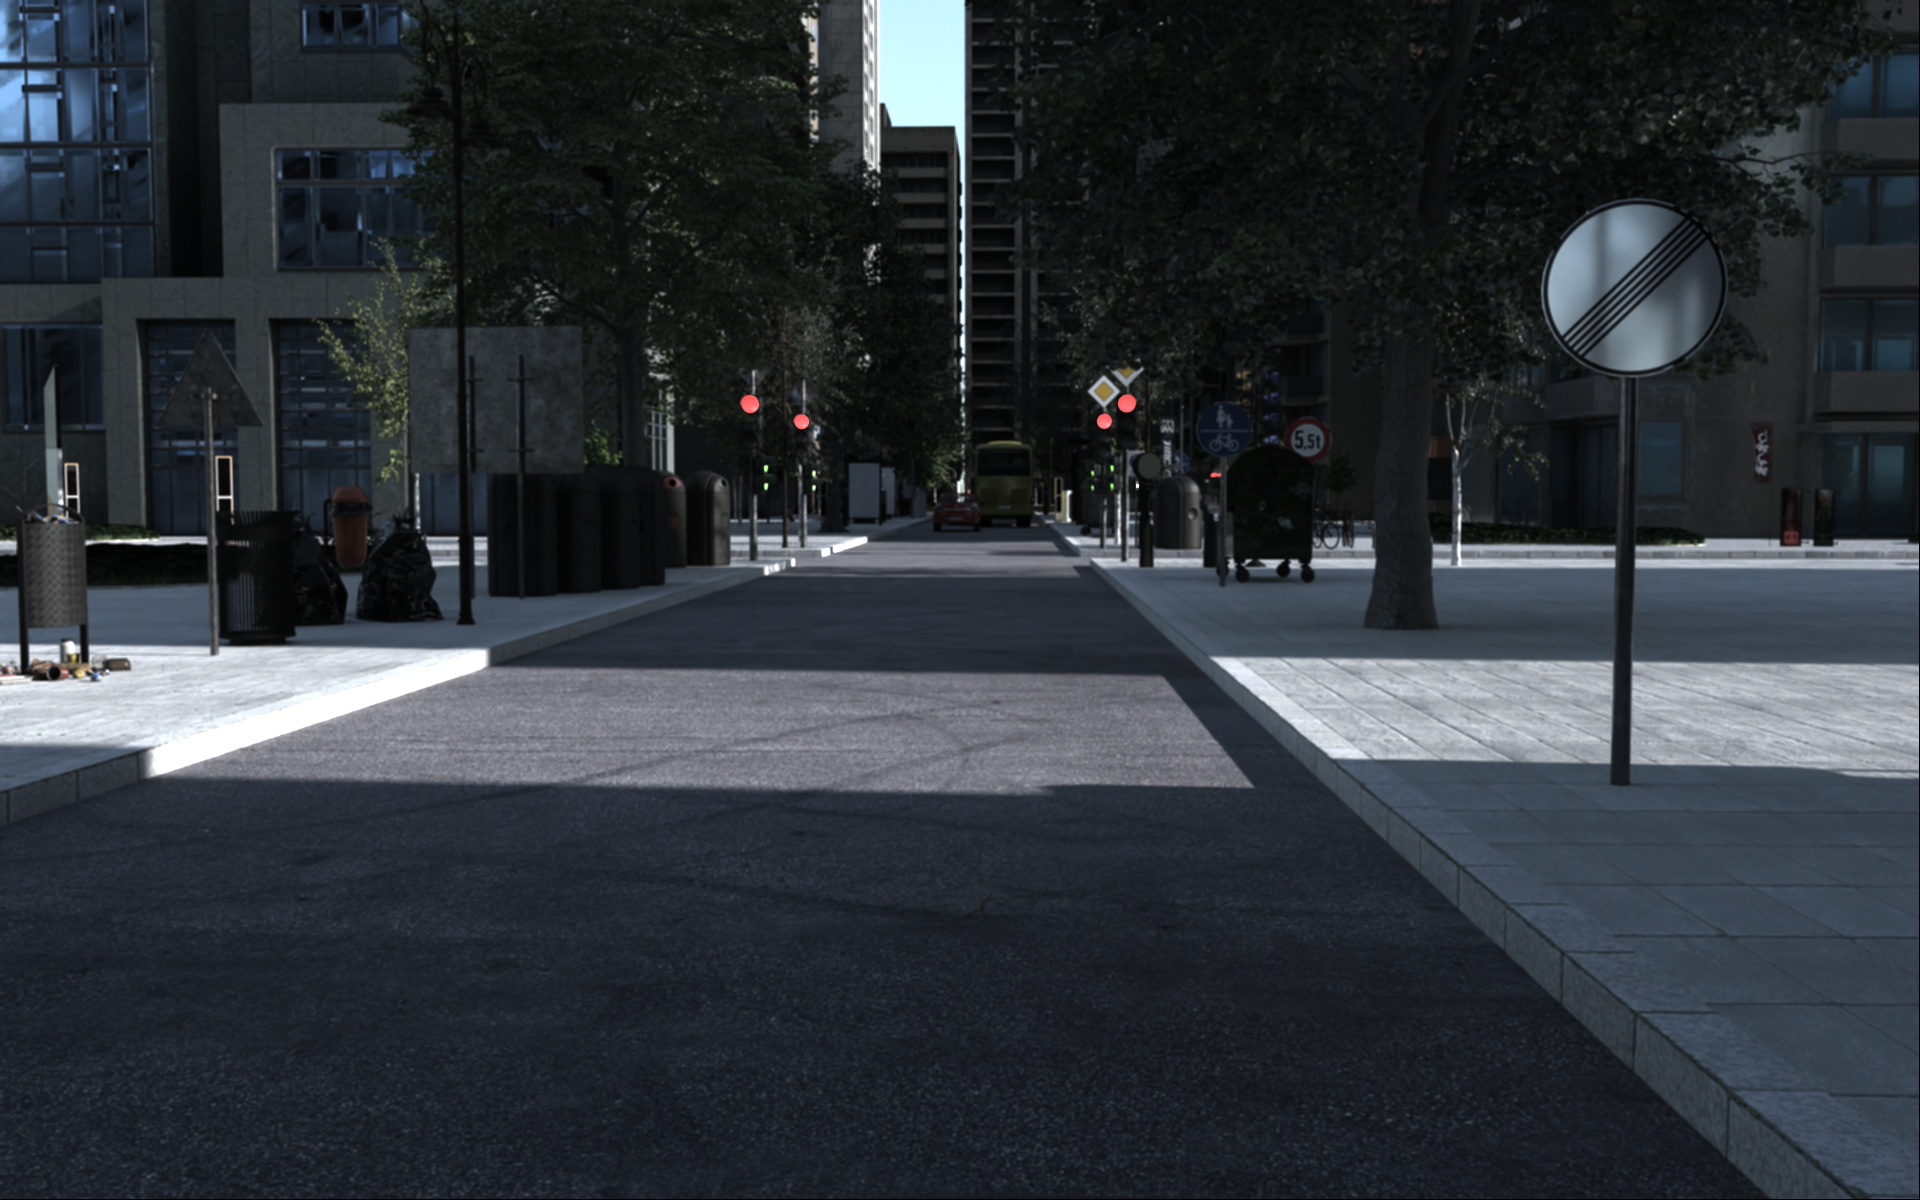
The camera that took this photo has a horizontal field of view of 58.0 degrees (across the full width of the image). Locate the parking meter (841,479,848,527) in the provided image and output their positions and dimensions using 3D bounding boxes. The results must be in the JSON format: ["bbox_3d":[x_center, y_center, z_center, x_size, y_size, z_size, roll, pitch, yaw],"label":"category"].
[{"bbox_3d":[-4.534,-3.822,68.197,0.255,1.863,0.399,0,4,-7],"label":"parking meter"}]

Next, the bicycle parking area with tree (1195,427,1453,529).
[{"bbox_3d":[12.989,-4.472,60.120,8.231,4.147,9.016,1,4,18],"label":"bicycle parking area with tree"}]

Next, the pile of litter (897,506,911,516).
[{"bbox_3d":[-3.313,-5.396,102.191,1.176,0.858,1.719,0,4,-1],"label":"pile of litter"}]

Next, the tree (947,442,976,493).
[{"bbox_3d":[0.182,-14.447,186.572,4.360,8.622,3.978,0,3,0],"label":"tree"}]

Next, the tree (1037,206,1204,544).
[{"bbox_3d":[4.016,-5.706,43.657,4.360,8.622,3.978,0,3,0],"label":"tree"}]

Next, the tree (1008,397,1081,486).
[{"bbox_3d":[8.784,-15.519,179.495,9.928,11.665,9.643,0,3,0],"label":"tree"}]

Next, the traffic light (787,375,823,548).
[{"bbox_3d":[-3.694,-3.187,41.026,0.839,4.253,0.868,0,4,2],"label":"traffic light"}]

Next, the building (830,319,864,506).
[{"bbox_3d":[-23.152,-18.443,146.580,27.650,21.520,28.899,0,4,2],"label":"building"}]

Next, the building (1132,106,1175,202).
[{"bbox_3d":[35.766,-41.266,216.702,28.212,58.520,21.231,0,4,2],"label":"building"}]

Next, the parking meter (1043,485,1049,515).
[{"bbox_3d":[5.366,-6.265,108.137,0.255,1.863,0.399,1,4,21],"label":"parking meter"}]

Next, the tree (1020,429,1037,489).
[{"bbox_3d":[7.191,-11.673,141.221,4.360,8.622,3.978,0,3,0],"label":"tree"}]

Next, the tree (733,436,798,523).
[{"bbox_3d":[-8.472,-5.670,76.423,4.285,4.588,4.351,0,3,0],"label":"tree"}]

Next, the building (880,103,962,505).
[{"bbox_3d":[-10.729,-36.363,218.232,21.600,48.544,21.300,0,4,2],"label":"building"}]

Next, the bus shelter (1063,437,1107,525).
[{"bbox_3d":[5.349,-5.061,74.027,1.731,3.624,6.357,0,4,2],"label":"bus shelter"}]

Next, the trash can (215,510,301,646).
[{"bbox_3d":[-6.022,-0.194,14.818,0.748,1.137,0.748,0,3,0],"label":"trash can"}]

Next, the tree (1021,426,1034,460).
[{"bbox_3d":[8.759,-13.506,171.186,4.737,8.622,4.395,0,3,0],"label":"tree"}]

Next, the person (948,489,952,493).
[{"bbox_3d":[-0.931,-9.454,161.443,1.217,1.723,0.721,0,4,5],"label":"person"}]

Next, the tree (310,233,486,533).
[{"bbox_3d":[-15.427,-5.984,48.199,4.737,8.622,4.395,0,3,0],"label":"tree"}]

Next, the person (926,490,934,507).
[{"bbox_3d":[-3.153,-10.265,174.593,1.217,1.736,0.721,0,4,-8],"label":"person"}]

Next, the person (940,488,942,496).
[{"bbox_3d":[-1.735,-9.588,162.767,0.705,1.831,1.348,1,4,10],"label":"person"}]

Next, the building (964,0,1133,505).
[{"bbox_3d":[11.109,-47.579,216.160,20.611,71.187,20.563,0,4,2],"label":"building"}]

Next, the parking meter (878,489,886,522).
[{"bbox_3d":[-3.612,-4.411,80.524,0.372,1.533,0.369,0,3,0],"label":"parking meter"}]

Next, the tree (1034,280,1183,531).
[{"bbox_3d":[5.646,-6.734,60.457,4.737,8.622,4.395,0,3,0],"label":"tree"}]

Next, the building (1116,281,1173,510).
[{"bbox_3d":[28.595,-18.931,154.564,27.650,21.520,28.899,0,4,2],"label":"building"}]

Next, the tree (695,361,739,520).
[{"bbox_3d":[-11.286,-8.338,86.686,4.737,8.622,4.395,0,3,0],"label":"tree"}]

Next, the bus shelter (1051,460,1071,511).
[{"bbox_3d":[6.550,-6.821,105.444,2.014,3.302,5.546,0,4,2],"label":"bus shelter"}]

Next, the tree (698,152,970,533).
[{"bbox_3d":[-4.121,-8.588,57.425,9.611,12.733,9.660,0,3,0],"label":"tree"}]

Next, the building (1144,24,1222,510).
[{"bbox_3d":[24.896,-42.201,128.242,20.563,71.187,20.611,0,4,2],"label":"building"}]

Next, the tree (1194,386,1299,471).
[{"bbox_3d":[8.861,-4.217,52.659,4.285,4.588,4.351,0,3,0],"label":"tree"}]

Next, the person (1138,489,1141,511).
[{"bbox_3d":[13.357,-7.404,128.013,0.530,1.710,0.541,3,5,40],"label":"person"}]

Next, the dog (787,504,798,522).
[{"bbox_3d":[-7.740,-4.023,80.153,0.800,0.831,0.513,-1,4,-13],"label":"dog"}]

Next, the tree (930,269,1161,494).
[{"bbox_3d":[5.902,-11.204,93.558,12.009,13.543,11.850,0,3,0],"label":"tree"}]

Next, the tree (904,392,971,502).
[{"bbox_3d":[-1.583,-10.359,119.727,4.737,8.622,4.395,0,3,0],"label":"tree"}]

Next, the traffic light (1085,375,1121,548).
[{"bbox_3d":[3.364,-3.175,40.828,0.839,4.253,0.868,0,4,2],"label":"traffic light"}]

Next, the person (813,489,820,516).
[{"bbox_3d":[-7.886,-5.527,97.161,0.760,1.731,0.466,-1,4,-14],"label":"person"}]

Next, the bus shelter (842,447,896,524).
[{"bbox_3d":[-4.100,-5.098,77.274,2.014,3.302,5.546,0,4,2],"label":"bus shelter"}]

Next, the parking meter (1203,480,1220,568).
[{"bbox_3d":[4.436,-1.332,30.193,0.372,1.533,0.369,0,3,0],"label":"parking meter"}]

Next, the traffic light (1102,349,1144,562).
[{"bbox_3d":[3.122,-2.687,32.847,0.839,4.253,0.868,0,4,2],"label":"traffic light"}]

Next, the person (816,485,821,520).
[{"bbox_3d":[-6.838,-4.767,84.321,0.374,1.781,0.599,-1,4,-11],"label":"person"}]

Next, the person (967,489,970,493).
[{"bbox_3d":[0.641,-6.824,120.597,0.617,1.759,0.750,-1,4,-20],"label":"person"}]

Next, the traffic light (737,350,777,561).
[{"bbox_3d":[-3.936,-2.699,33.044,0.839,4.253,0.868,0,4,2],"label":"traffic light"}]

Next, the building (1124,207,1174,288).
[{"bbox_3d":[23.520,-24.723,175.917,14.160,30.474,14.107,0,4,2],"label":"building"}]

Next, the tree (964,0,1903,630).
[{"bbox_3d":[4.351,-6.706,16.296,9.857,13.997,8.962,0,3,0],"label":"tree"}]

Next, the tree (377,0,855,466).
[{"bbox_3d":[-5.298,-6.649,26.843,7.486,12.596,7.792,0,3,0],"label":"tree"}]

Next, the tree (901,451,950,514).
[{"bbox_3d":[-2.357,-7.849,112.039,4.285,4.588,4.351,0,3,0],"label":"tree"}]

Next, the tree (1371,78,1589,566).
[{"bbox_3d":[8.964,-4.906,30.569,4.360,8.622,3.978,0,3,0],"label":"tree"}]

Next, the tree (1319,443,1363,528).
[{"bbox_3d":[14.441,-4.345,65.641,1.663,3.219,1.824,0,3,0],"label":"tree"}]

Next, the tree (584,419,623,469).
[{"bbox_3d":[-9.445,-3.037,44.262,1.663,3.219,1.824,0,3,0],"label":"tree"}]

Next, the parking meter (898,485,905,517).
[{"bbox_3d":[-3.350,-5.712,99.099,0.399,1.863,0.255,0,4,-1],"label":"parking meter"}]

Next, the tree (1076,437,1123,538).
[{"bbox_3d":[4.232,-3.448,50.969,1.663,3.219,1.824,0,3,0],"label":"tree"}]

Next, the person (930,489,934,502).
[{"bbox_3d":[-2.974,-10.635,180.453,0.750,1.759,0.617,-2,4,-27],"label":"person"}]

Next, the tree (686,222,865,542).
[{"bbox_3d":[-4.375,-5.860,46.171,4.360,8.622,3.978,0,3,0],"label":"tree"}]
